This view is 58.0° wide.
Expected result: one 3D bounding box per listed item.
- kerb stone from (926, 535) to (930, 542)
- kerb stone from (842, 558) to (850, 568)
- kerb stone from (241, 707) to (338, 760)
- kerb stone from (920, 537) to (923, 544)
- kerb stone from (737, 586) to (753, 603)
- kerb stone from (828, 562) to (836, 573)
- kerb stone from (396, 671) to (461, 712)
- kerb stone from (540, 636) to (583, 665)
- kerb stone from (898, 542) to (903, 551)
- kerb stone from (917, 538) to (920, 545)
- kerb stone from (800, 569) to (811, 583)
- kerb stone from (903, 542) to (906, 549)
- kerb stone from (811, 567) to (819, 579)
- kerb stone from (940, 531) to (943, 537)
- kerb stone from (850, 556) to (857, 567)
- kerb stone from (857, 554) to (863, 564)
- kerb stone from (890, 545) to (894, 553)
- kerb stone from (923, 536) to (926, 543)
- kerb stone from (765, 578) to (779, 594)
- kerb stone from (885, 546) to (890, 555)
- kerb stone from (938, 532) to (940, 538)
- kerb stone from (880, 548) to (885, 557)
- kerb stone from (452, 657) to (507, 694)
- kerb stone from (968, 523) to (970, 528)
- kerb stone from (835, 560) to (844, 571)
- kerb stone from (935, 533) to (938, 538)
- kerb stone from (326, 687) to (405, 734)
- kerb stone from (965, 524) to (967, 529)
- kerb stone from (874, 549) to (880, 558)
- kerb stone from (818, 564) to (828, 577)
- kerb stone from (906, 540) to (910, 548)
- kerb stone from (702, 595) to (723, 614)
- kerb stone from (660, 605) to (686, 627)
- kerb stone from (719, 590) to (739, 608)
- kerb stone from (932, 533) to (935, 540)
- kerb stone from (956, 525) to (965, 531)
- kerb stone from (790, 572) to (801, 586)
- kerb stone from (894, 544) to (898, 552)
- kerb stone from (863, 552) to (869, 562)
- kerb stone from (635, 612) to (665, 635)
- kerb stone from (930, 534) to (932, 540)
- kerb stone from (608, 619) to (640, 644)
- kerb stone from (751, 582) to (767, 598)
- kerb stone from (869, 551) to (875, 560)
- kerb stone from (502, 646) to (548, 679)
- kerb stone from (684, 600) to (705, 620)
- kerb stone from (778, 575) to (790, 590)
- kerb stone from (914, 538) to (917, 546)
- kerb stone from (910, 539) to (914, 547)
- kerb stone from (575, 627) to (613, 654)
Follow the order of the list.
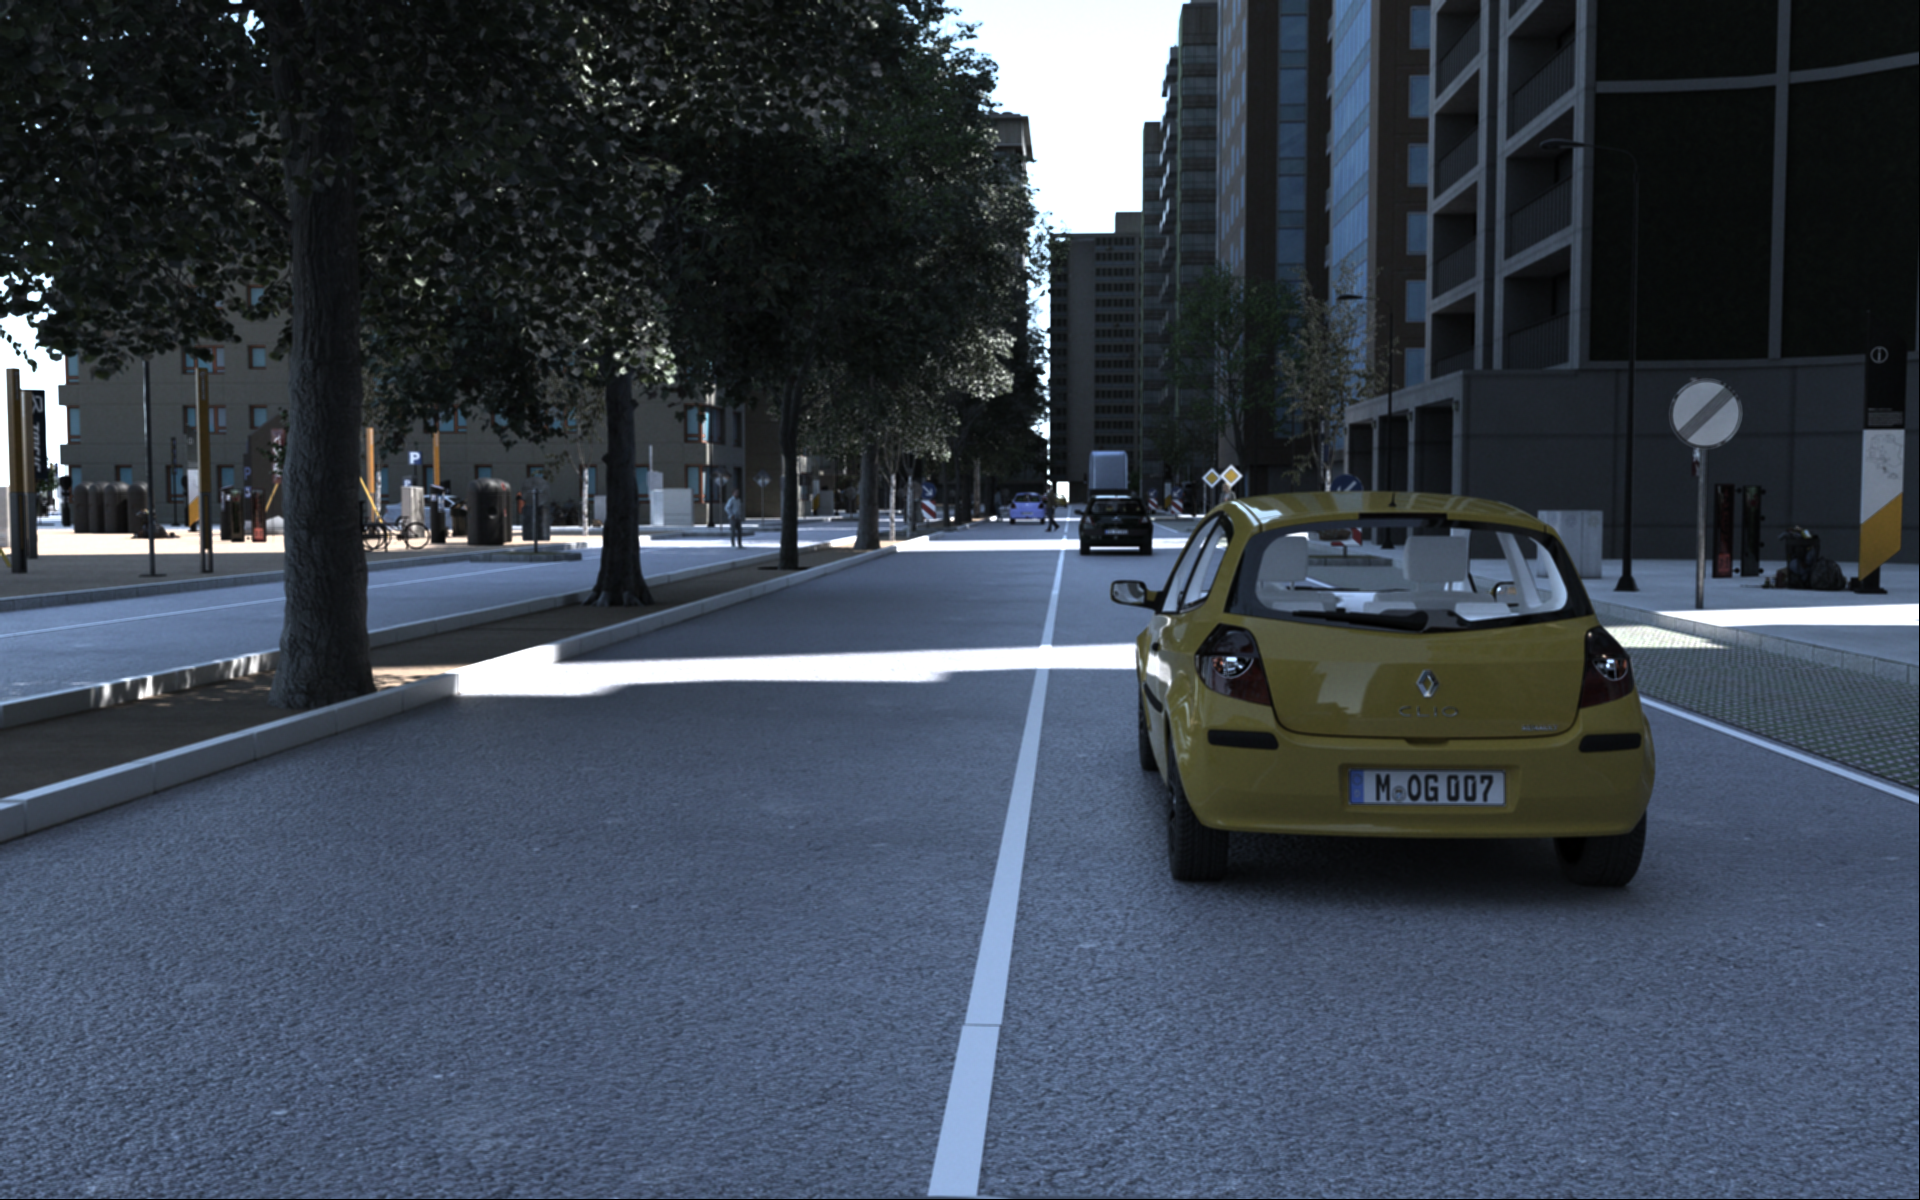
[{"bbox_3d":[-1.088,-1.809,51.778,0.120,0.150,1.000,0,4,4],"label":"kerb stone"},{"bbox_3d":[-2.288,-0.682,33.349,0.120,0.150,1.000,0,4,4],"label":"kerb stone"},{"bbox_3d":[-3.812,0.757,9.821,0.120,0.150,1.000,0,4,4],"label":"kerb stone"},{"bbox_3d":[-1.226,-1.681,49.716,0.120,0.150,1.000,0,4,4],"label":"kerb stone"},{"bbox_3d":[-2.951,-0.057,23.122,0.120,0.150,1.000,0,4,4],"label":"kerb stone"},{"bbox_3d":[-2.411,-0.557,31.304,0.120,0.150,1.000,0,4,4],"label":"kerb stone"},{"bbox_3d":[-3.677,0.632,11.869,0.120,0.150,1.000,0,4,4],"label":"kerb stone"},{"bbox_3d":[-3.476,0.444,14.933,0.120,0.150,1.000,0,4,4],"label":"kerb stone"},{"bbox_3d":[-1.613,-1.308,43.583,0.120,0.150,1.000,0,4,4],"label":"kerb stone"},{"bbox_3d":[-1.293,-1.620,48.690,0.120,0.150,1.000,0,4,4],"label":"kerb stone"},{"bbox_3d":[-2.611,-0.370,28.240,0.120,0.150,1.000,0,4,4],"label":"kerb stone"},{"bbox_3d":[-1.553,-1.366,44.603,0.120,0.150,1.000,0,4,4],"label":"kerb stone"},{"bbox_3d":[-2.550,-0.432,29.260,0.120,0.150,1.000,0,4,4],"label":"kerb stone"},{"bbox_3d":[-0.747,-2.121,56.877,0.120,0.150,1.000,0,4,4],"label":"kerb stone"},{"bbox_3d":[-2.218,-0.744,34.375,0.120,0.150,1.000,0,4,4],"label":"kerb stone"},{"bbox_3d":[-2.148,-0.800,35.401,0.120,0.150,1.000,0,4,4],"label":"kerb stone"},{"bbox_3d":[-1.759,-1.178,41.543,0.120,0.150,1.000,0,4,4],"label":"kerb stone"},{"bbox_3d":[-1.161,-1.746,50.745,0.120,0.150,1.000,0,4,4],"label":"kerb stone"},{"bbox_3d":[-2.811,-0.182,25.175,0.120,0.150,1.000,0,4,4],"label":"kerb stone"},{"bbox_3d":[-1.815,-1.121,40.519,0.120,0.150,1.000,0,4,4],"label":"kerb stone"},{"bbox_3d":[-0.828,-2.059,55.858,0.120,0.150,1.000,0,4,4],"label":"kerb stone"},{"bbox_3d":[-1.891,-1.055,39.496,0.120,0.150,1.000,0,4,4],"label":"kerb stone"},{"bbox_3d":[-3.611,0.569,12.893,0.120,0.150,1.000,0,4,4],"label":"kerb stone"},{"bbox_3d":[0.208,-3.029,71.716,0.120,0.150,1.000,0,4,4],"label":"kerb stone"},{"bbox_3d":[-2.346,-0.620,32.328,0.120,0.150,1.000,0,4,4],"label":"kerb stone"},{"bbox_3d":[-0.887,-1.993,54.837,0.120,0.150,1.000,0,4,4],"label":"kerb stone"},{"bbox_3d":[-3.745,0.694,10.841,0.120,0.150,1.000,0,4,4],"label":"kerb stone"},{"bbox_3d":[0.076,-2.901,69.676,0.120,0.150,1.000,0,4,4],"label":"kerb stone"},{"bbox_3d":[-1.954,-0.996,38.474,0.120,0.150,1.000,0,4,4],"label":"kerb stone"},{"bbox_3d":[-2.489,-0.494,30.280,0.120,0.150,1.000,0,4,4],"label":"kerb stone"},{"bbox_3d":[-1.496,-1.433,45.624,0.120,0.150,1.000,0,4,4],"label":"kerb stone"},{"bbox_3d":[-3.079,0.069,21.072,0.120,0.150,1.000,0,4,4],"label":"kerb stone"},{"bbox_3d":[-3.210,0.193,19.033,0.120,0.150,1.000,0,4,4],"label":"kerb stone"},{"bbox_3d":[-3.015,0.006,22.102,0.120,0.150,1.000,0,4,4],"label":"kerb stone"},{"bbox_3d":[-0.954,-1.931,53.817,0.120,0.150,1.000,0,4,4],"label":"kerb stone"},{"bbox_3d":[0.017,-2.838,68.655,0.120,0.150,1.000,0,4,4],"label":"kerb stone"},{"bbox_3d":[-2.674,-0.307,27.220,0.120,0.150,1.000,0,4,4],"label":"kerb stone"},{"bbox_3d":[-1.684,-1.246,42.563,0.120,0.150,1.000,0,4,4],"label":"kerb stone"},{"bbox_3d":[-2.085,-0.866,36.426,0.120,0.150,1.000,0,4,4],"label":"kerb stone"},{"bbox_3d":[-3.277,0.256,18.013,0.120,0.150,1.000,0,4,4],"label":"kerb stone"},{"bbox_3d":[-1.022,-1.871,52.798,0.120,0.150,1.000,0,4,4],"label":"kerb stone"},{"bbox_3d":[-3.346,0.322,16.980,0.120,0.150,1.000,0,4,4],"label":"kerb stone"},{"bbox_3d":[-2.880,-0.120,24.152,0.120,0.150,1.000,0,4,4],"label":"kerb stone"},{"bbox_3d":[-2.013,-0.931,37.447,0.120,0.150,1.000,0,4,4],"label":"kerb stone"},{"bbox_3d":[-3.541,0.507,13.913,0.120,0.150,1.000,0,4,4],"label":"kerb stone"},{"bbox_3d":[-3.151,0.131,20.053,0.120,0.150,1.000,0,4,4],"label":"kerb stone"},{"bbox_3d":[-2.752,-0.245,26.195,0.120,0.150,1.000,0,4,4],"label":"kerb stone"},{"bbox_3d":[-1.358,-1.558,47.663,0.120,0.150,1.000,0,4,4],"label":"kerb stone"},{"bbox_3d":[-1.424,-1.493,46.643,0.120,0.150,1.000,0,4,4],"label":"kerb stone"},{"bbox_3d":[-3.411,0.382,15.953,0.120,0.150,1.000,0,4,4],"label":"kerb stone"}]
